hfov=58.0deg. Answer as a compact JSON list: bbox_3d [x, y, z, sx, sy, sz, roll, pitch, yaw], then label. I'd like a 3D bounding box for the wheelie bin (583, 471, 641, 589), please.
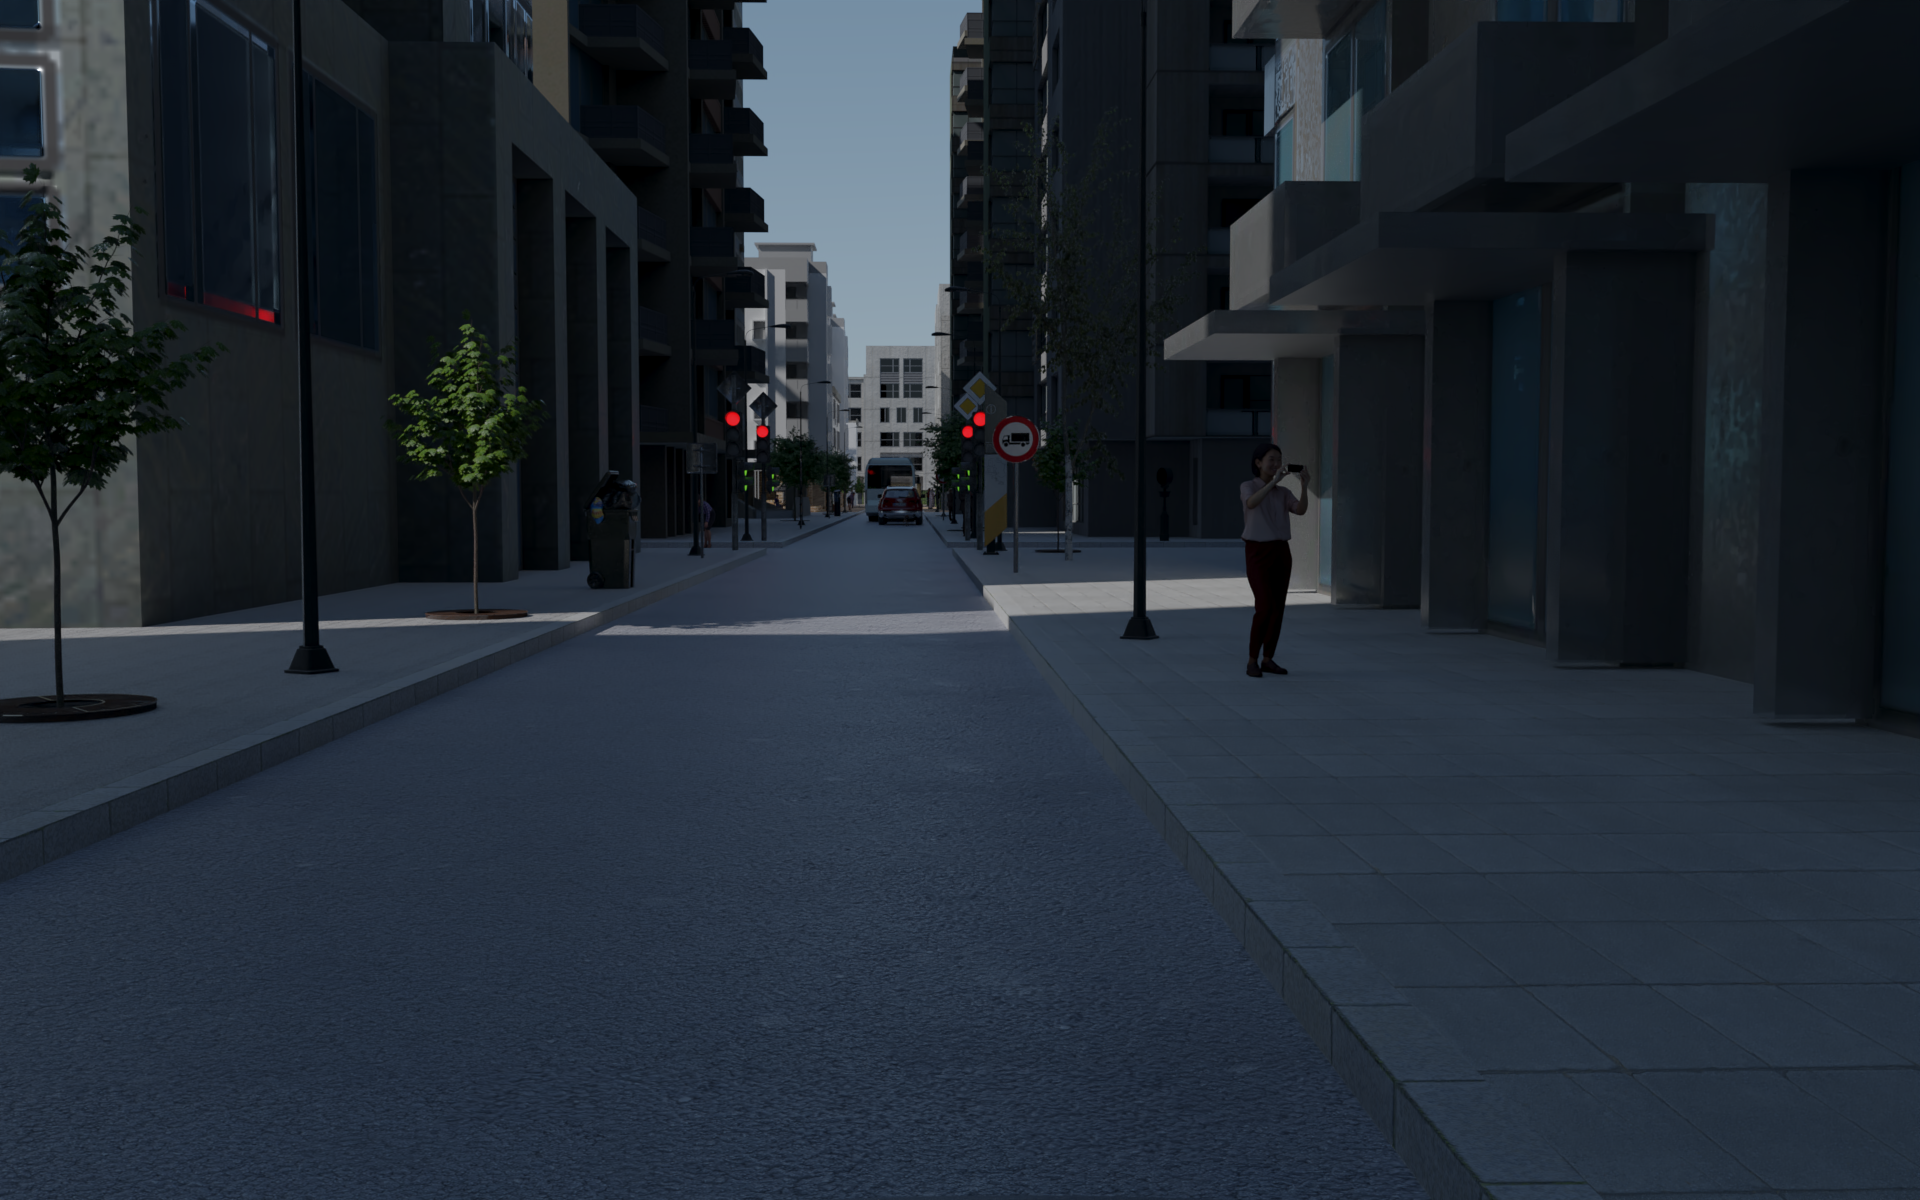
[{"bbox_3d":[-4.732,-0.963,23.647,0.693,1.594,0.980,0,4,0],"label":"wheelie bin"}]

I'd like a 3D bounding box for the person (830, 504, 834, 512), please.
[{"bbox_3d":[-9.065,-6.564,121.655,0.655,0.850,0.859,0,4,7],"label":"person"}]

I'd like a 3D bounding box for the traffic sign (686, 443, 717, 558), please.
[{"bbox_3d":[-5.147,-1.982,34.533,0.606,2.300,0.079,0,4,2],"label":"traffic sign"}]

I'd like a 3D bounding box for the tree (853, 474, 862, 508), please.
[{"bbox_3d":[-8.151,-7.964,124.811,1.663,3.219,1.824,0,3,0],"label":"tree"}]

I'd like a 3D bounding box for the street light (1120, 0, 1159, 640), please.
[{"bbox_3d":[1.054,-2.609,15.200,1.470,5.913,1.316,0,4,-2],"label":"street light"}]

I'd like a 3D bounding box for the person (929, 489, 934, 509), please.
[{"bbox_3d":[-2.395,-8.629,147.799,0.621,1.740,0.551,-2,4,-35],"label":"person"}]

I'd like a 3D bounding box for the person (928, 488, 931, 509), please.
[{"bbox_3d":[-2.595,-8.792,149.755,0.705,1.831,1.348,-1,4,-17],"label":"person"}]

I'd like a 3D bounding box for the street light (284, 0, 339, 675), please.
[{"bbox_3d":[-4.126,-2.432,12.299,1.470,5.913,1.316,0,4,-2],"label":"street light"}]

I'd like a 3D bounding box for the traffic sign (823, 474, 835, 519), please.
[{"bbox_3d":[-6.816,-5.392,90.294,0.606,2.300,0.079,0,4,6],"label":"traffic sign"}]

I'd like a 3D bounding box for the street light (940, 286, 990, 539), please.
[{"bbox_3d":[0.354,-4.060,38.919,1.470,5.913,1.316,0,4,-2],"label":"street light"}]

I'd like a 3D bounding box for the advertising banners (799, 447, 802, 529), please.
[{"bbox_3d":[-5.897,-4.155,64.118,0.090,3.025,2.074,0,4,-5],"label":"advertising banners"}]

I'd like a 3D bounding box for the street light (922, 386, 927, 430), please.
[{"bbox_3d":[-0.789,-6.228,74.374,1.470,5.913,1.316,0,4,-2],"label":"street light"}]

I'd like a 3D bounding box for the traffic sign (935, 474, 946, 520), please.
[{"bbox_3d":[-0.806,-5.147,84.263,0.768,2.556,0.104,0,4,5],"label":"traffic sign"}]

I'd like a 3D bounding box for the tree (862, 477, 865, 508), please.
[{"bbox_3d":[-9.461,-10.269,162.503,1.663,3.219,1.824,0,3,0],"label":"tree"}]

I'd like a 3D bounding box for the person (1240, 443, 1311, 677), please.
[{"bbox_3d":[2.230,-0.291,12.259,0.517,1.644,0.566,1,4,18],"label":"person"}]

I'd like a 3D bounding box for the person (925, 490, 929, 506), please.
[{"bbox_3d":[-3.400,-10.974,185.474,1.348,1.822,0.705,1,4,18],"label":"person"}]

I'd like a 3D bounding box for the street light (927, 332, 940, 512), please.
[{"bbox_3d":[-0.122,-4.723,49.758,1.470,5.913,1.316,0,4,-2],"label":"street light"}]

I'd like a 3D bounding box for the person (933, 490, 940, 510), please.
[{"bbox_3d":[-1.829,-8.076,137.717,0.705,1.869,1.348,1,4,20],"label":"person"}]

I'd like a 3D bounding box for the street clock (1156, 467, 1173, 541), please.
[{"bbox_3d":[5.569,-2.603,47.129,0.358,2.002,0.471,-2,4,-30],"label":"street clock"}]

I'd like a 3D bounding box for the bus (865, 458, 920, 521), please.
[{"bbox_3d":[-3.671,-6.086,94.361,2.948,3.499,13.247,0,4,-1],"label":"bus"}]

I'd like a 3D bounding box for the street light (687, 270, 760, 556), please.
[{"bbox_3d":[-4.969,-3.882,36.014,1.470,5.913,1.316,0,4,-2],"label":"street light"}]

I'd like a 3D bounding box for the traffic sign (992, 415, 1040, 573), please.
[{"bbox_3d":[0.911,-1.716,28.159,0.768,2.556,0.104,0,4,5],"label":"traffic sign"}]

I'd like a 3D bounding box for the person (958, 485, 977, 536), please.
[{"bbox_3d":[0.265,-2.783,52.224,0.565,1.739,0.600,-2,4,-32],"label":"person"}]

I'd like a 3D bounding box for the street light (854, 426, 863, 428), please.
[{"bbox_3d":[-7.348,-8.929,118.528,1.470,5.913,1.316,0,4,-2],"label":"street light"}]

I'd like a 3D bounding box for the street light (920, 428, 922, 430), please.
[{"bbox_3d":[-1.474,-7.679,98.093,1.470,5.913,1.316,0,4,-2],"label":"street light"}]

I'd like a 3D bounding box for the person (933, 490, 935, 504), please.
[{"bbox_3d":[-2.824,-10.843,184.267,0.756,1.711,0.436,-2,4,-32],"label":"person"}]

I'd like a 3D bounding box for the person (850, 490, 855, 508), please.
[{"bbox_3d":[-9.636,-9.052,154.957,0.541,1.710,0.530,-3,5,-42],"label":"person"}]

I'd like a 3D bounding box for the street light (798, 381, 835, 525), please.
[{"bbox_3d":[-5.983,-6.026,71.074,1.470,5.913,1.316,0,4,-2],"label":"street light"}]

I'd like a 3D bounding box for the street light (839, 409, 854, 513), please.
[{"bbox_3d":[-6.721,-7.477,94.792,1.470,5.913,1.316,0,4,-2],"label":"street light"}]

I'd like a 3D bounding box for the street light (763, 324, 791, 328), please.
[{"bbox_3d":[-5.308,-4.576,47.354,1.470,5.913,1.316,0,4,-2],"label":"street light"}]

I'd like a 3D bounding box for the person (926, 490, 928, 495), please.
[{"bbox_3d":[-3.477,-11.337,191.410,0.705,1.824,1.348,2,4,32],"label":"person"}]

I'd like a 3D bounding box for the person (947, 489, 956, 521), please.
[{"bbox_3d":[-0.414,-4.532,82.417,0.482,1.546,0.388,2,4,31],"label":"person"}]

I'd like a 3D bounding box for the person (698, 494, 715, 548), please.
[{"bbox_3d":[-6.488,-1.967,43.902,0.421,1.427,0.697,2,4,33],"label":"person"}]

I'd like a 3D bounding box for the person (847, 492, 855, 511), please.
[{"bbox_3d":[-8.465,-7.673,134.737,0.697,1.427,0.421,1,4,22],"label":"person"}]
